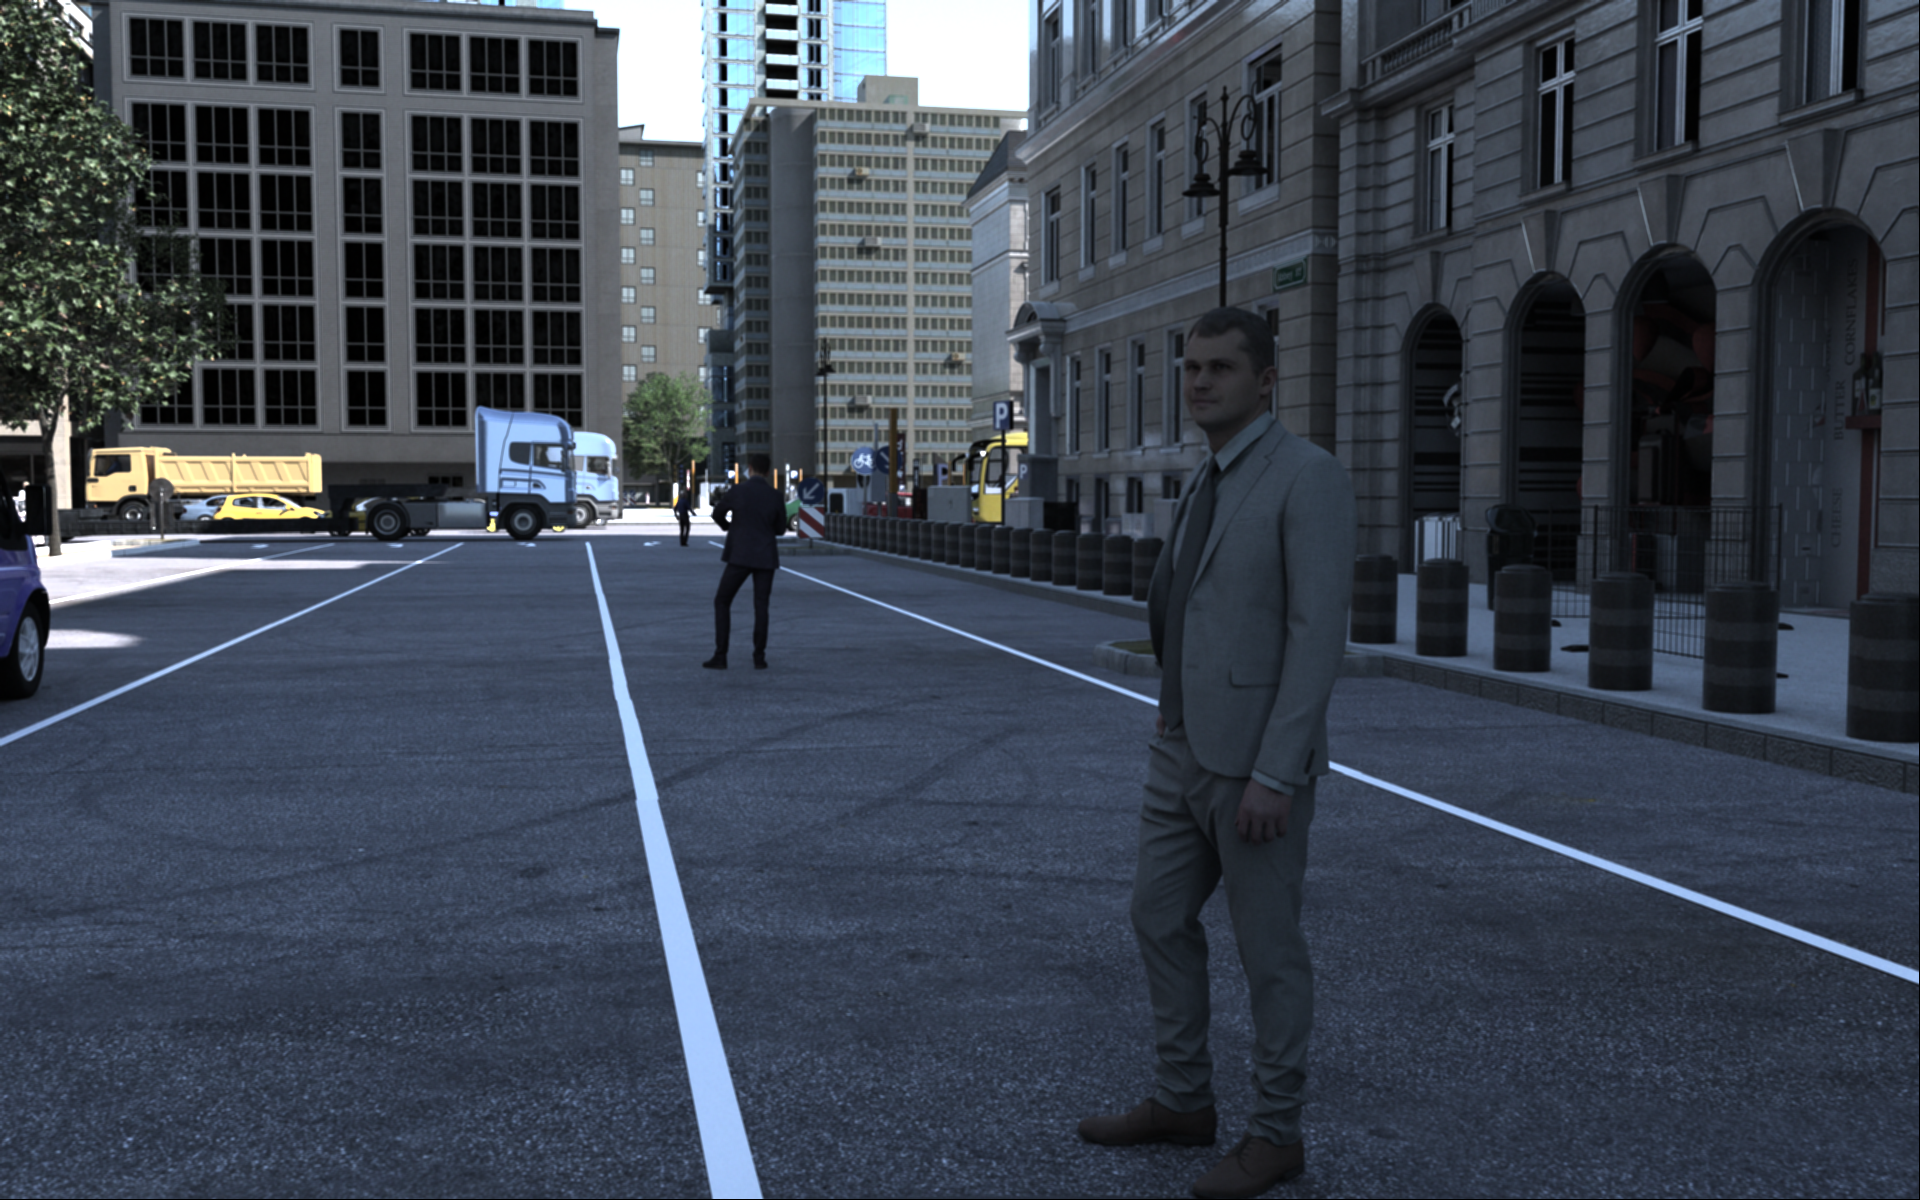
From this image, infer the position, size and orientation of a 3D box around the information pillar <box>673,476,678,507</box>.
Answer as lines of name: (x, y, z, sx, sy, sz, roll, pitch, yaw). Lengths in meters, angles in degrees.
information pillar: (-22.554, -8.931, 137.370, 0.183, 3.616, 0.504, 2, 4, 30)

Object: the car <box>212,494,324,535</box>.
car: (-24.649, -3.175, 62.142, 3.980, 1.641, 2.015, -1, 4, -14)

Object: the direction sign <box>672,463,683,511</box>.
direction sign: (-20.797, -8.303, 127.753, 0.876, 3.537, 0.379, 1, 4, 19)

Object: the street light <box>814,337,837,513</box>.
street light: (-3.967, -4.787, 51.061, 0.468, 5.910, 1.993, -1, 4, -12)

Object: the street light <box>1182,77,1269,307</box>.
street light: (2.998, -2.874, 19.785, 0.468, 5.910, 1.993, -1, 4, -12)

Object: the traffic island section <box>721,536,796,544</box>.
traffic island section: (-6.029, -1.785, 51.473, 2.009, 0.180, 2.903, -1, 4, -12)

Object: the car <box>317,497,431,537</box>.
car: (-19.901, -2.988, 59.085, 3.980, 1.641, 2.015, -1, 4, -11)

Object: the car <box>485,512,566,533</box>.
car: (-16.337, -3.376, 64.787, 3.694, 1.707, 1.945, -1, 4, -13)

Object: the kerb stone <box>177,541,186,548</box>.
kerb stone: (-20.752, -1.448, 45.863, 0.120, 0.150, 1.000, -1, 4, -12)

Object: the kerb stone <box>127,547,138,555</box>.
kerb stone: (-19.625, -1.140, 40.835, 0.120, 0.150, 1.000, -1, 4, -12)

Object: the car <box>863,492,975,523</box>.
car: (-1.687, -2.995, 58.002, 4.494, 1.783, 2.155, -1, 4, -14)

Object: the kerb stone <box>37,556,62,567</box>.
kerb stone: (-18.291, -0.769, 34.783, 0.120, 0.150, 1.000, -1, 4, -12)

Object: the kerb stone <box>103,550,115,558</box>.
kerb stone: (-19.184, -1.017, 38.821, 0.120, 0.150, 1.000, -1, 4, -12)

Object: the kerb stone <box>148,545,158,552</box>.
kerb stone: (-20.077, -1.263, 42.842, 0.120, 0.150, 1.000, -1, 4, -12)

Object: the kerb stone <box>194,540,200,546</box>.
kerb stone: (-21.194, -1.569, 47.888, 0.120, 0.150, 1.000, -1, 4, -12)

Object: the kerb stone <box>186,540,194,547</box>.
kerb stone: (-20.969, -1.510, 46.886, 0.120, 0.150, 1.000, -1, 4, -12)

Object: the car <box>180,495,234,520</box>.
car: (-27.282, -3.308, 66.090, 4.499, 1.417, 2.014, -1, 4, -13)

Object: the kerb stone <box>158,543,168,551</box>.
kerb stone: (-20.296, -1.324, 43.846, 0.120, 0.150, 1.000, -1, 4, -12)

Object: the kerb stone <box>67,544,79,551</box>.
kerb stone: (-22.345, -1.296, 43.407, 0.120, 0.150, 1.000, -1, 4, -12)

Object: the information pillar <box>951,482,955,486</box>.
information pillar: (-0.492, -6.356, 108.418, 0.304, 2.012, 0.304, 0, 4, -1)

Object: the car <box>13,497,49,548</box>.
car: (-24.091, -1.882, 43.141, 2.083, 1.381, 4.827, -1, 4, -14)

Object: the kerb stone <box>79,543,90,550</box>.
kerb stone: (-22.570, -1.357, 44.408, 0.120, 0.150, 1.000, -1, 4, -12)

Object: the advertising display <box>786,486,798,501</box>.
advertising display: (-14.064, -8.482, 143.887, 0.974, 1.923, 0.123, 2, 4, 32)

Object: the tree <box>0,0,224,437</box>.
tree: (-18.331, -6.757, 29.949, 9.611, 12.733, 9.660, 0, 3, 0)

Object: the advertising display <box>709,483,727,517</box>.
advertising display: (-13.597, -5.625, 97.186, 0.974, 1.923, 0.123, -1, 4, -19)

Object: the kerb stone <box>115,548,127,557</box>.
kerb stone: (-19.413, -1.078, 39.821, 0.120, 0.150, 1.000, -1, 4, -12)

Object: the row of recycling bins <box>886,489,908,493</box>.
row of recycling bins: (-5.332, -7.256, 125.755, 3.534, 1.692, 1.069, -2, 4, -32)

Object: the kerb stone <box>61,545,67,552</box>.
kerb stone: (-22.133, -1.236, 42.398, 0.120, 0.150, 1.000, -1, 4, -12)

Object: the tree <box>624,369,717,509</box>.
tree: (-24.213, -13.414, 145.074, 9.928, 11.665, 9.643, 0, 3, 0)

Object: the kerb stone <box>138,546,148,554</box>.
kerb stone: (-19.855, -1.197, 41.838, 0.120, 0.150, 1.000, -1, 4, -12)

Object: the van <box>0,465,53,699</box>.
van: (-7.071, -0.359, 10.249, 2.240, 2.365, 5.245, -1, 4, -12)

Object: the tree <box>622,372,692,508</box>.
tree: (-28.508, -14.838, 160.720, 7.486, 12.596, 7.792, 0, 3, 0)

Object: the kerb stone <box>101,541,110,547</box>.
kerb stone: (-23.020, -1.482, 46.426, 0.120, 0.150, 1.000, -1, 4, -12)

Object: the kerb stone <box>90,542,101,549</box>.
kerb stone: (-22.786, -1.419, 45.412, 0.120, 0.150, 1.000, -1, 4, -12)

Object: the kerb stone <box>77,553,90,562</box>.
kerb stone: (-18.743, -0.892, 36.807, 0.120, 0.150, 1.000, -1, 4, -12)

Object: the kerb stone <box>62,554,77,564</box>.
kerb stone: (-18.515, -0.832, 35.806, 0.120, 0.150, 1.000, -1, 4, -12)

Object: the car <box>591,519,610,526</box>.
car: (-17.474, -3.988, 77.788, 3.894, 1.354, 1.945, -1, 4, -11)

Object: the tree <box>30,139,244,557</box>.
tree: (-20.616, -6.271, 39.403, 8.767, 10.594, 7.601, -1, 4, -12)

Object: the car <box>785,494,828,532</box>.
car: (-5.012, -3.382, 67.095, 4.920, 1.459, 2.131, -1, 4, -13)

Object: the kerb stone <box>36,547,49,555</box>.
kerb stone: (-21.905, -1.174, 41.397, 0.120, 0.150, 1.000, -1, 4, -12)

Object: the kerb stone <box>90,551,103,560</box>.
kerb stone: (-18.960, -0.956, 37.819, 0.120, 0.150, 1.000, -1, 4, -12)

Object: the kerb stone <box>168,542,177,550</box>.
kerb stone: (-20.526, -1.386, 44.862, 0.120, 0.150, 1.000, -1, 4, -12)

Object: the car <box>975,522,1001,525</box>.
car: (1.030, -3.691, 72.348, 4.499, 1.417, 2.014, -1, 4, -11)
